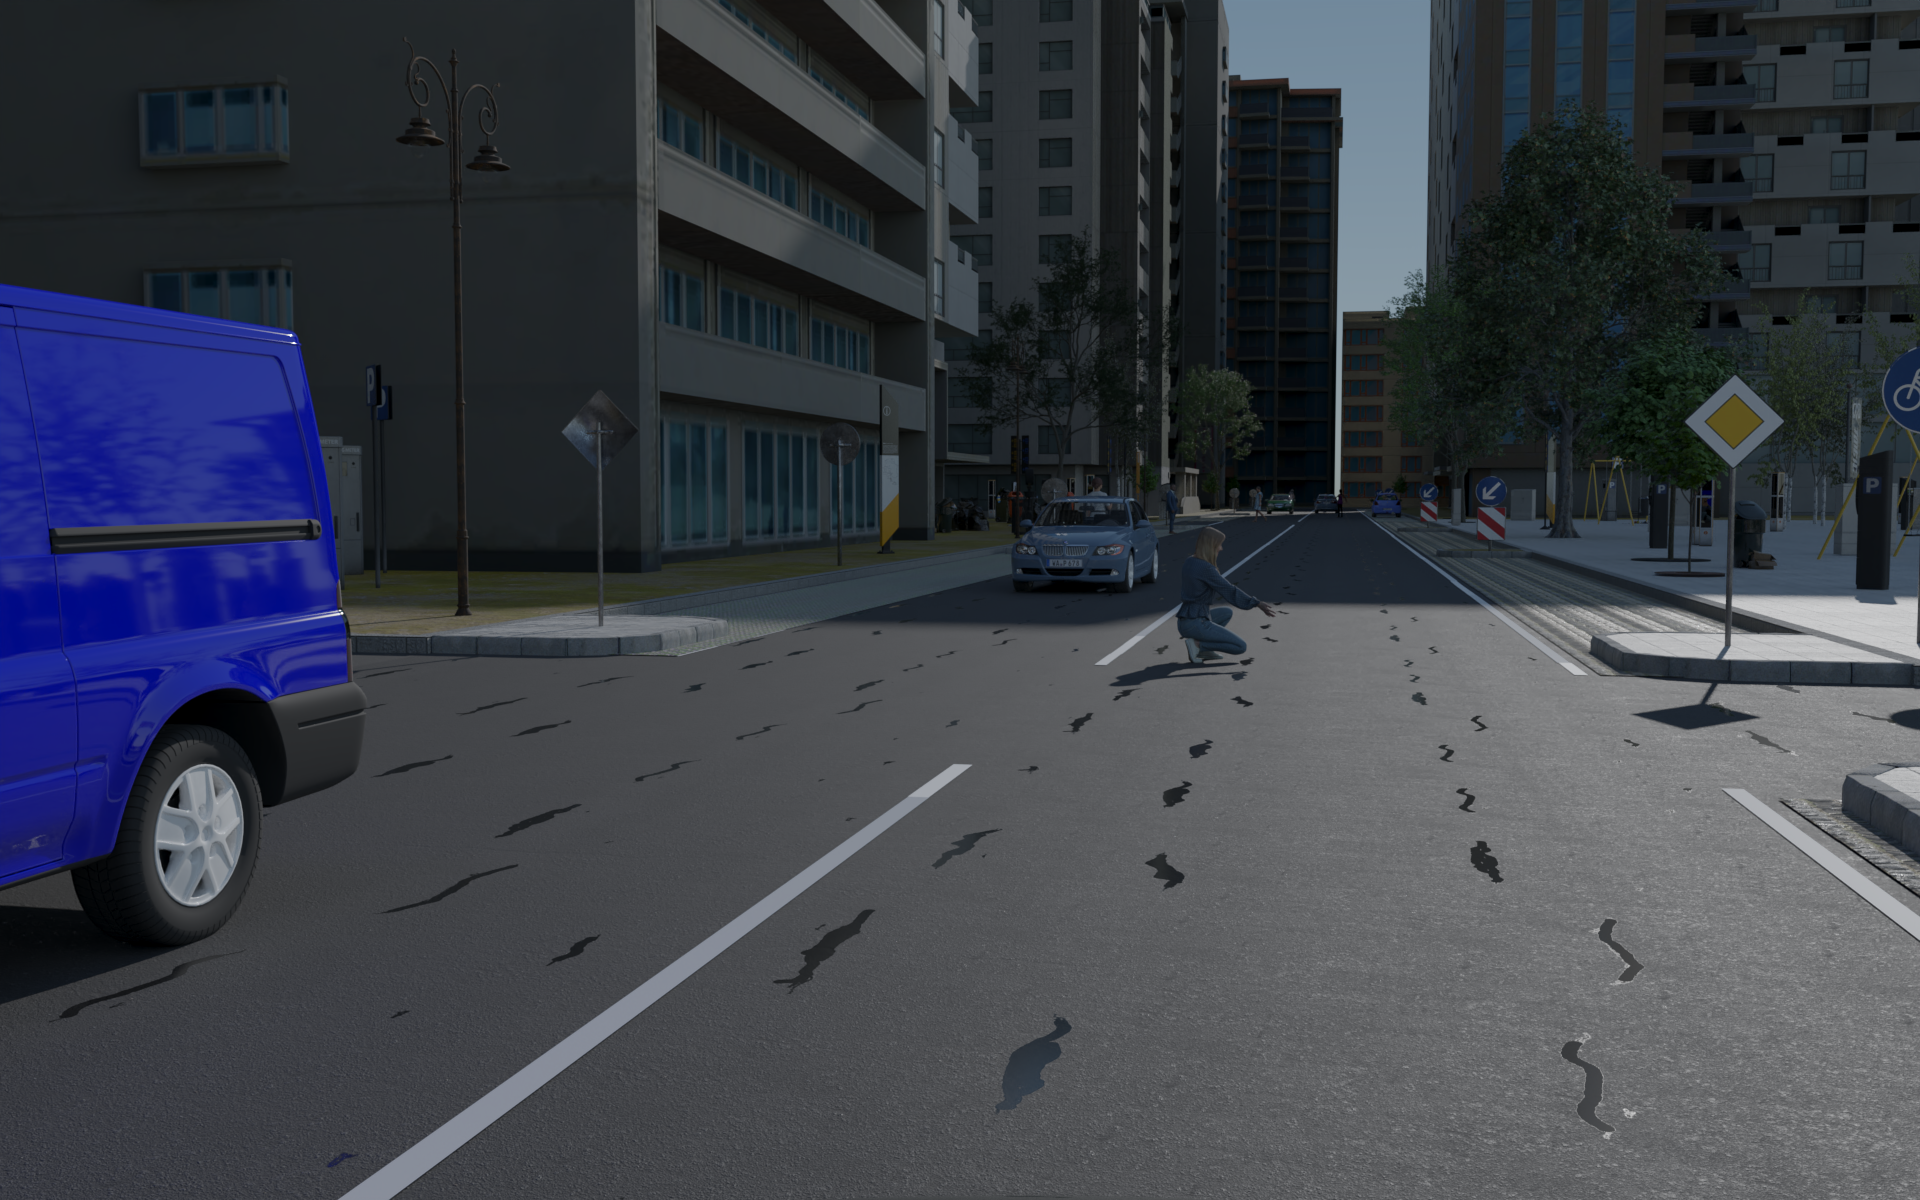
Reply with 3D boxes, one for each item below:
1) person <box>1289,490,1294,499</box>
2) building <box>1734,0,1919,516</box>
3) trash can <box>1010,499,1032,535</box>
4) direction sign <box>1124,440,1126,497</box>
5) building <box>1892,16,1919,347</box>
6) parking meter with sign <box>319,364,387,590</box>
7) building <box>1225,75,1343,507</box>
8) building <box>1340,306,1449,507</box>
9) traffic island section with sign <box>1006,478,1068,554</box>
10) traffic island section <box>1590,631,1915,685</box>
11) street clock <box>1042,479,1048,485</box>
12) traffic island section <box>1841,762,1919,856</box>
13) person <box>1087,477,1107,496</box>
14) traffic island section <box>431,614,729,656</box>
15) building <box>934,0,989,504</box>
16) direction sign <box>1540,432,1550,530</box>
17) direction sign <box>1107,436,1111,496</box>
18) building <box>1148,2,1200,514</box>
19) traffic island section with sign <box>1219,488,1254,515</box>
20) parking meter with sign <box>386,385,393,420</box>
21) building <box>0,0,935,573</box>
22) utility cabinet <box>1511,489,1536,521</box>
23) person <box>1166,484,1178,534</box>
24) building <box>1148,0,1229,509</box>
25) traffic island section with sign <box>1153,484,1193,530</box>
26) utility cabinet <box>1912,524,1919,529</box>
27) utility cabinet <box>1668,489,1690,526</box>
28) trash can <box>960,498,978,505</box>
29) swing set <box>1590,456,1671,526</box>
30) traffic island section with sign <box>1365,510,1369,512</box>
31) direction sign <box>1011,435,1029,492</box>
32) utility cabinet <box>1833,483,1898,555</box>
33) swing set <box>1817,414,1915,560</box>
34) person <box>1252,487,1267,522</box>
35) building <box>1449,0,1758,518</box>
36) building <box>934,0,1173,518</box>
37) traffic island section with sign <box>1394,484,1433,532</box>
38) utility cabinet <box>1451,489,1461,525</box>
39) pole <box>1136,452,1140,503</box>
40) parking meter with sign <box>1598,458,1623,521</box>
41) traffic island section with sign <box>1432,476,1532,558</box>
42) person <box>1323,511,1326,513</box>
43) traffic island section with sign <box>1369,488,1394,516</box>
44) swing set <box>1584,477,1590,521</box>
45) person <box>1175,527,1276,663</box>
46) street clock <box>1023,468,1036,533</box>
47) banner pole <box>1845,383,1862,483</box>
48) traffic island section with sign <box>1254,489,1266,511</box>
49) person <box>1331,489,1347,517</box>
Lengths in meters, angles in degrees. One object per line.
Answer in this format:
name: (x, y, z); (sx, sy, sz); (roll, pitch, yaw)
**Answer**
person: (24.689, -7.330, 129.007); (0.551, 1.740, 0.621); (3, 5, 41)
building: (46.761, -32.249, 116.512); (28.713, 52.752, 27.495); (1, 4, 12)
trash can: (1.921, -2.613, 54.379); (0.748, 1.137, 0.748); (0, 3, 0)
direction sign: (6.984, -4.978, 73.387); (0.379, 3.537, 0.876); (0, 4, 2)
building: (79.224, -28.198, 144.627); (14.086, 41.232, 14.154); (1, 4, 12)
parking meter with sign: (-8.641, -1.641, 23.097); (1.738, 3.016, 0.543); (-2, 4, -31)
building: (25.830, -32.418, 184.660); (28.867, 44.769, 22.147); (1, 4, 12)
building: (54.768, -20.578, 181.495); (28.899, 21.520, 27.650); (1, 4, 12)
traffic island section with sign: (2.247, -2.020, 41.654); (1.989, 1.847, 2.006); (1, 4, 12)
traffic island section: (6.504, 0.468, 14.632); (2.009, 0.180, 2.903); (1, 4, 12)
street clock: (4.072, -4.785, 82.798); (0.358, 2.002, 0.471); (1, 4, 20)
traffic island section: (4.807, 0.945, 6.829); (2.009, 0.180, 2.903); (1, 4, 12)
person: (2.726, -1.510, 33.751); (0.480, 1.755, 0.524); (1, 4, 16)
traffic island section: (-3.503, 0.335, 16.805); (2.009, 0.180, 2.903); (1, 4, 12)
building: (-14.511, -29.555, 72.464); (28.713, 52.752, 27.495); (1, 4, 12)
direction sign: (21.144, -4.312, 62.491); (0.379, 3.537, 0.876); (2, 4, 24)
direction sign: (5.851, -4.649, 68.003); (0.379, 3.537, 0.876); (1, 4, 14)
building: (-0.069, -26.130, 119.114); (32.217, 40.220, 23.993); (1, 4, 12)
traffic island section with sign: (18.516, -6.598, 116.499); (1.989, 1.847, 2.006); (1, 4, 12)
parking meter with sign: (-9.891, -1.905, 27.413); (0.543, 3.016, 1.738); (3, 5, 42)
building: (-13.346, -25.406, 39.097); (21.300, 48.544, 21.600); (1, 4, 12)
utility cabinet: (26.898, -4.530, 82.746); (0.318, 1.500, 1.173); (-3, 4, -37)
person: (7.620, -3.278, 62.271); (0.419, 1.800, 0.721); (1, 4, 17)
building: (12.827, -32.569, 156.199); (21.600, 48.544, 21.300); (1, 4, 12)
traffic island section with sign: (8.388, -3.750, 69.934); (1.989, 1.847, 2.006); (1, 4, 12)
utility cabinet: (34.687, -3.258, 61.952); (1.173, 1.500, 0.318); (2, 4, 26)
utility cabinet: (28.477, -3.693, 69.057); (1.173, 1.500, 0.318); (1, 4, 18)
trash can: (0.356, -3.371, 66.763); (0.748, 1.137, 0.748); (0, 3, 0)
swing set: (28.348, -4.527, 71.637); (3.119, 2.851, 2.862); (-1, 4, -8)
traffic island section with sign: (33.934, -8.079, 140.726); (1.989, 1.847, 2.006); (1, 4, 12)
direction sign: (2.319, -4.590, 67.051); (0.876, 3.537, 0.379); (3, 5, 40)
utility cabinet: (18.937, -1.685, 36.235); (1.173, 1.500, 0.318); (0, 4, -3)
swing set: (18.876, -2.198, 33.560); (3.119, 2.851, 2.862); (-2, 4, -34)
person: (15.339, -4.900, 88.710); (0.778, 1.811, 0.616); (1, 4, 16)
building: (35.686, -27.384, 97.845); (14.600, 45.320, 14.200); (1, 4, 12)
building: (4.375, -20.018, 98.991); (14.160, 30.474, 14.107); (1, 4, 12)
traffic island section with sign: (17.649, -3.495, 65.771); (1.989, 1.847, 2.006); (1, 4, 12)
utility cabinet: (20.307, -3.807, 70.931); (0.318, 1.500, 1.173); (1, 4, 12)
pole: (8.571, -5.480, 83.436); (0.158, 3.312, 0.155); (0, 3, 0)
parking meter with sign: (30.896, -5.269, 82.406); (0.543, 3.016, 1.738); (0, 4, -3)
traffic island section with sign: (11.911, -1.884, 39.431); (1.989, 1.847, 2.006); (1, 4, 12)
person: (28.314, -7.513, 134.563); (0.599, 1.433, 0.991); (3, 4, 39)
traffic island section with sign: (28.145, -6.449, 114.069); (1.989, 1.847, 2.006); (1, 4, 12)
swing set: (30.516, -5.036, 79.959); (3.119, 2.851, 2.862); (0, 4, 7)
person: (2.195, -0.059, 14.970); (0.738, 1.151, 1.012); (-1, 4, -12)
street clock: (1.963, -2.720, 49.035); (0.358, 2.002, 0.471); (0, 4, 1)
banner pole: (20.233, -3.014, 39.296); (0.863, 3.779, 0.401); (-3, 4, -38)
traffic island section with sign: (24.247, -8.209, 142.840); (1.989, 1.847, 2.006); (1, 4, 12)
person: (23.354, -5.958, 106.604); (1.217, 1.739, 0.721); (-2, 4, -29)
